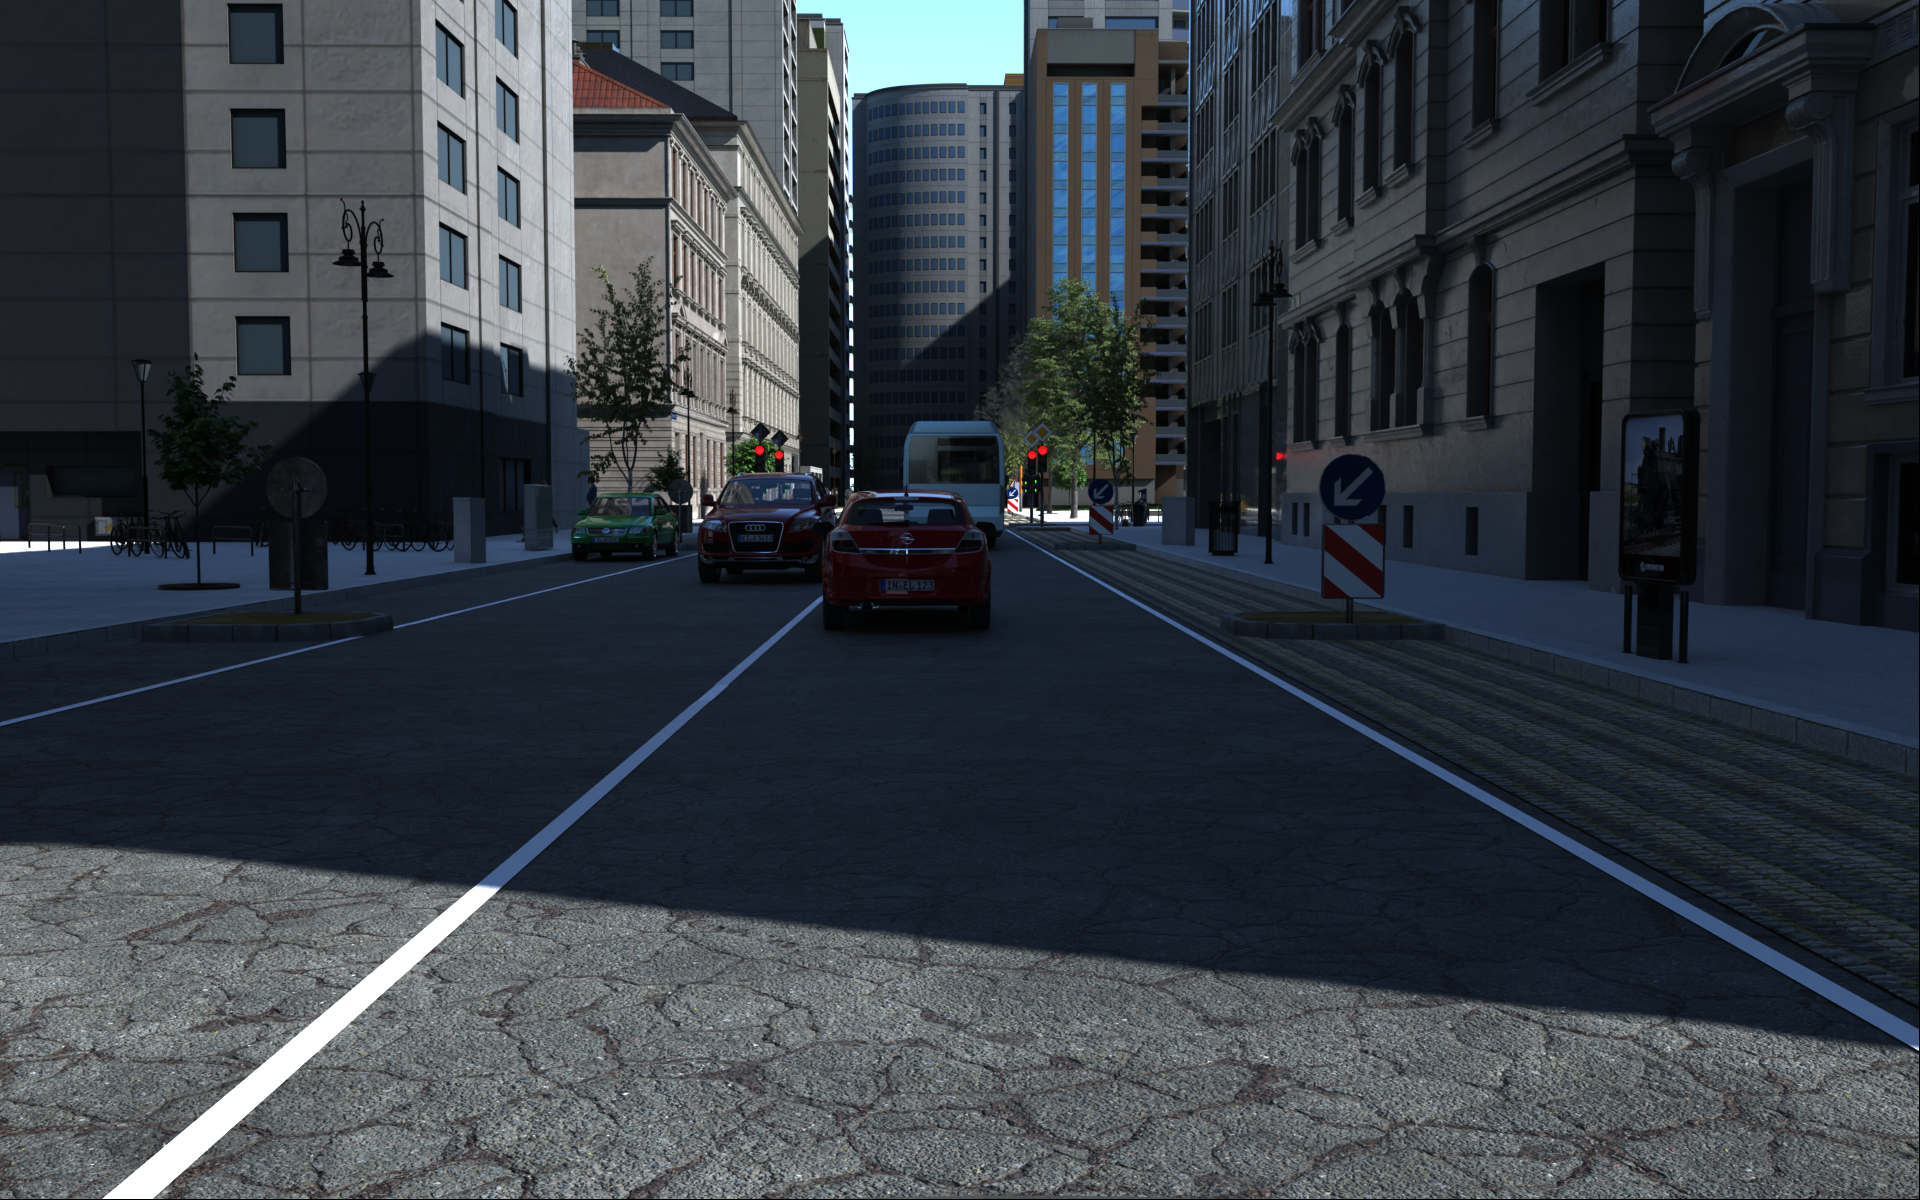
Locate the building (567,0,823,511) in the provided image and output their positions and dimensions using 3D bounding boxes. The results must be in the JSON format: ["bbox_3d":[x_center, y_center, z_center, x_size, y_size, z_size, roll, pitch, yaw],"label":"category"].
[{"bbox_3d":[-23.380,-44.122,159.639,20.563,71.187,20.611,0,4,-1],"label":"building"}]

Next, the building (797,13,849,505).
[{"bbox_3d":[-27.799,-40.973,211.915,28.212,58.520,21.231,0,4,-1],"label":"building"}]

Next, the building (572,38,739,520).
[{"bbox_3d":[-18.146,-15.376,87.555,11.583,22.565,21.152,0,4,-1],"label":"building"}]

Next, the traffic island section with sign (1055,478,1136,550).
[{"bbox_3d":[3.469,-2.213,44.812,1.989,1.847,2.006,0,4,-1],"label":"traffic island section with sign"}]

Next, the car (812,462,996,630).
[{"bbox_3d":[-0.630,-0.656,19.761,2.155,1.783,4.494,0,4,-3],"label":"car"}]

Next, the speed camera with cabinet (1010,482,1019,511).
[{"bbox_3d":[4.304,-8.503,133.365,0.660,3.252,2.038,0,4,-7],"label":"speed camera with cabinet"}]

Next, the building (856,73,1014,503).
[{"bbox_3d":[-0.976,-43.053,245.917,28.212,58.520,21.231,0,4,-1],"label":"building"}]

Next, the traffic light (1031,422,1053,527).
[{"bbox_3d":[3.196,-4.818,67.703,0.839,4.253,0.868,0,4,-1],"label":"traffic light"}]

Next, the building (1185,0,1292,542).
[{"bbox_3d":[14.574,-14.465,54.526,12.078,24.808,19.932,0,4,-1],"label":"building"}]

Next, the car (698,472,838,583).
[{"bbox_3d":[-3.208,-1.287,29.724,2.281,1.827,5.304,0,3,0],"label":"car"}]

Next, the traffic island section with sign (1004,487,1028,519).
[{"bbox_3d":[2.915,-5.613,100.400,1.989,1.847,2.006,0,4,-1],"label":"traffic island section with sign"}]

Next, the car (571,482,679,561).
[{"bbox_3d":[-7.424,-1.824,38.616,1.959,1.807,4.718,0,4,0],"label":"car"}]

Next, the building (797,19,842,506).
[{"bbox_3d":[-23.784,-34.137,181.849,21.300,48.544,21.600,0,4,-1],"label":"building"}]

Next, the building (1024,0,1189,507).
[{"bbox_3d":[17.264,-39.370,185.692,21.231,58.520,28.212,0,4,-1],"label":"building"}]

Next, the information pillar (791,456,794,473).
[{"bbox_3d":[-10.211,-7.005,105.880,0.183,3.616,0.504,0,4,4],"label":"information pillar"}]

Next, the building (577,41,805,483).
[{"bbox_3d":[-20.823,-21.062,120.782,17.030,29.872,44.131,0,4,-1],"label":"building"}]

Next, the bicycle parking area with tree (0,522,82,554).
[{"bbox_3d":[-25.489,-3.207,39.441,8.231,4.147,9.016,-3,4,-39],"label":"bicycle parking area with tree"}]

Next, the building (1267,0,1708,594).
[{"bbox_3d":[14.553,-14.989,32.463,14.401,28.519,23.554,0,4,-1],"label":"building"}]

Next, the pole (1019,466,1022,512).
[{"bbox_3d":[4.389,-8.022,125.003,0.158,3.312,0.155,0,3,0],"label":"pole"}]

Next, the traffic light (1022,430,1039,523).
[{"bbox_3d":[3.115,-5.307,75.688,0.839,4.253,0.868,0,4,-1],"label":"traffic light"}]

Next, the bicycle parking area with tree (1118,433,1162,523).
[{"bbox_3d":[10.654,-5.768,81.310,8.231,4.147,9.016,0,4,4],"label":"bicycle parking area with tree"}]

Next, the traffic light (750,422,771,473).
[{"bbox_3d":[-7.765,-4.811,67.576,0.839,4.253,0.868,0,4,-1],"label":"traffic light"}]

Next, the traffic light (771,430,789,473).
[{"bbox_3d":[-7.846,-5.299,75.561,0.839,4.253,0.868,0,4,-1],"label":"traffic light"}]

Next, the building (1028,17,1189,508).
[{"bbox_3d":[13.785,-31.485,164.892,14.600,45.320,14.200,0,4,-1],"label":"building"}]

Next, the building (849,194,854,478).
[{"bbox_3d":[-30.389,-38.372,246.983,30.456,49.044,23.786,0,4,-1],"label":"building"}]

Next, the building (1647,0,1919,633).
[{"bbox_3d":[15.019,-13.733,10.432,13.634,28.700,20.117,0,4,-1],"label":"building"}]

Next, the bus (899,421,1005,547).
[{"bbox_3d":[-0.331,-3.391,50.299,2.948,3.499,13.247,0,4,-2],"label":"bus"}]

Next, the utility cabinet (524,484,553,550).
[{"bbox_3d":[-9.635,-1.894,39.654,0.318,1.500,1.173,0,4,4],"label":"utility cabinet"}]

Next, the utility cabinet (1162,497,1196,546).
[{"bbox_3d":[5.499,-1.982,43.563,0.306,1.237,1.020,-2,4,-30],"label":"utility cabinet"}]

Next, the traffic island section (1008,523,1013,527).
[{"bbox_3d":[3.155,-3.273,75.802,2.009,0.180,2.903,0,4,-1],"label":"traffic island section"}]

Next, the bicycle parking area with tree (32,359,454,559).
[{"bbox_3d":[-15.597,-3.168,38.805,8.231,4.147,9.016,-2,4,-34],"label":"bicycle parking area with tree"}]

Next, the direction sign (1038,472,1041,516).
[{"bbox_3d":[4.680,-6.613,100.116,0.379,3.537,0.876,1,4,20],"label":"direction sign"}]

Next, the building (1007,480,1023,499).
[{"bbox_3d":[22.149,-31.862,212.818,32.217,40.220,23.993,0,4,-1],"label":"building"}]

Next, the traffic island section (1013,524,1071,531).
[{"bbox_3d":[3.236,-2.785,67.817,2.009,0.180,2.903,0,4,-1],"label":"traffic island section"}]

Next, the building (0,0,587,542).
[{"bbox_3d":[-24.406,-37.669,54.144,20.611,71.187,20.563,0,4,-1],"label":"building"}]

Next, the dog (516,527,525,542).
[{"bbox_3d":[-11.504,-1.737,46.129,0.550,0.427,0.748,-2,4,-27],"label":"dog"}]

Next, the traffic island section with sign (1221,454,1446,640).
[{"bbox_3d":[3.756,-0.565,17.858,1.989,1.847,2.006,0,4,-1],"label":"traffic island section with sign"}]

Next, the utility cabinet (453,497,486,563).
[{"bbox_3d":[-9.206,-1.307,32.530,0.306,1.237,1.020,-2,4,-34],"label":"utility cabinet"}]
